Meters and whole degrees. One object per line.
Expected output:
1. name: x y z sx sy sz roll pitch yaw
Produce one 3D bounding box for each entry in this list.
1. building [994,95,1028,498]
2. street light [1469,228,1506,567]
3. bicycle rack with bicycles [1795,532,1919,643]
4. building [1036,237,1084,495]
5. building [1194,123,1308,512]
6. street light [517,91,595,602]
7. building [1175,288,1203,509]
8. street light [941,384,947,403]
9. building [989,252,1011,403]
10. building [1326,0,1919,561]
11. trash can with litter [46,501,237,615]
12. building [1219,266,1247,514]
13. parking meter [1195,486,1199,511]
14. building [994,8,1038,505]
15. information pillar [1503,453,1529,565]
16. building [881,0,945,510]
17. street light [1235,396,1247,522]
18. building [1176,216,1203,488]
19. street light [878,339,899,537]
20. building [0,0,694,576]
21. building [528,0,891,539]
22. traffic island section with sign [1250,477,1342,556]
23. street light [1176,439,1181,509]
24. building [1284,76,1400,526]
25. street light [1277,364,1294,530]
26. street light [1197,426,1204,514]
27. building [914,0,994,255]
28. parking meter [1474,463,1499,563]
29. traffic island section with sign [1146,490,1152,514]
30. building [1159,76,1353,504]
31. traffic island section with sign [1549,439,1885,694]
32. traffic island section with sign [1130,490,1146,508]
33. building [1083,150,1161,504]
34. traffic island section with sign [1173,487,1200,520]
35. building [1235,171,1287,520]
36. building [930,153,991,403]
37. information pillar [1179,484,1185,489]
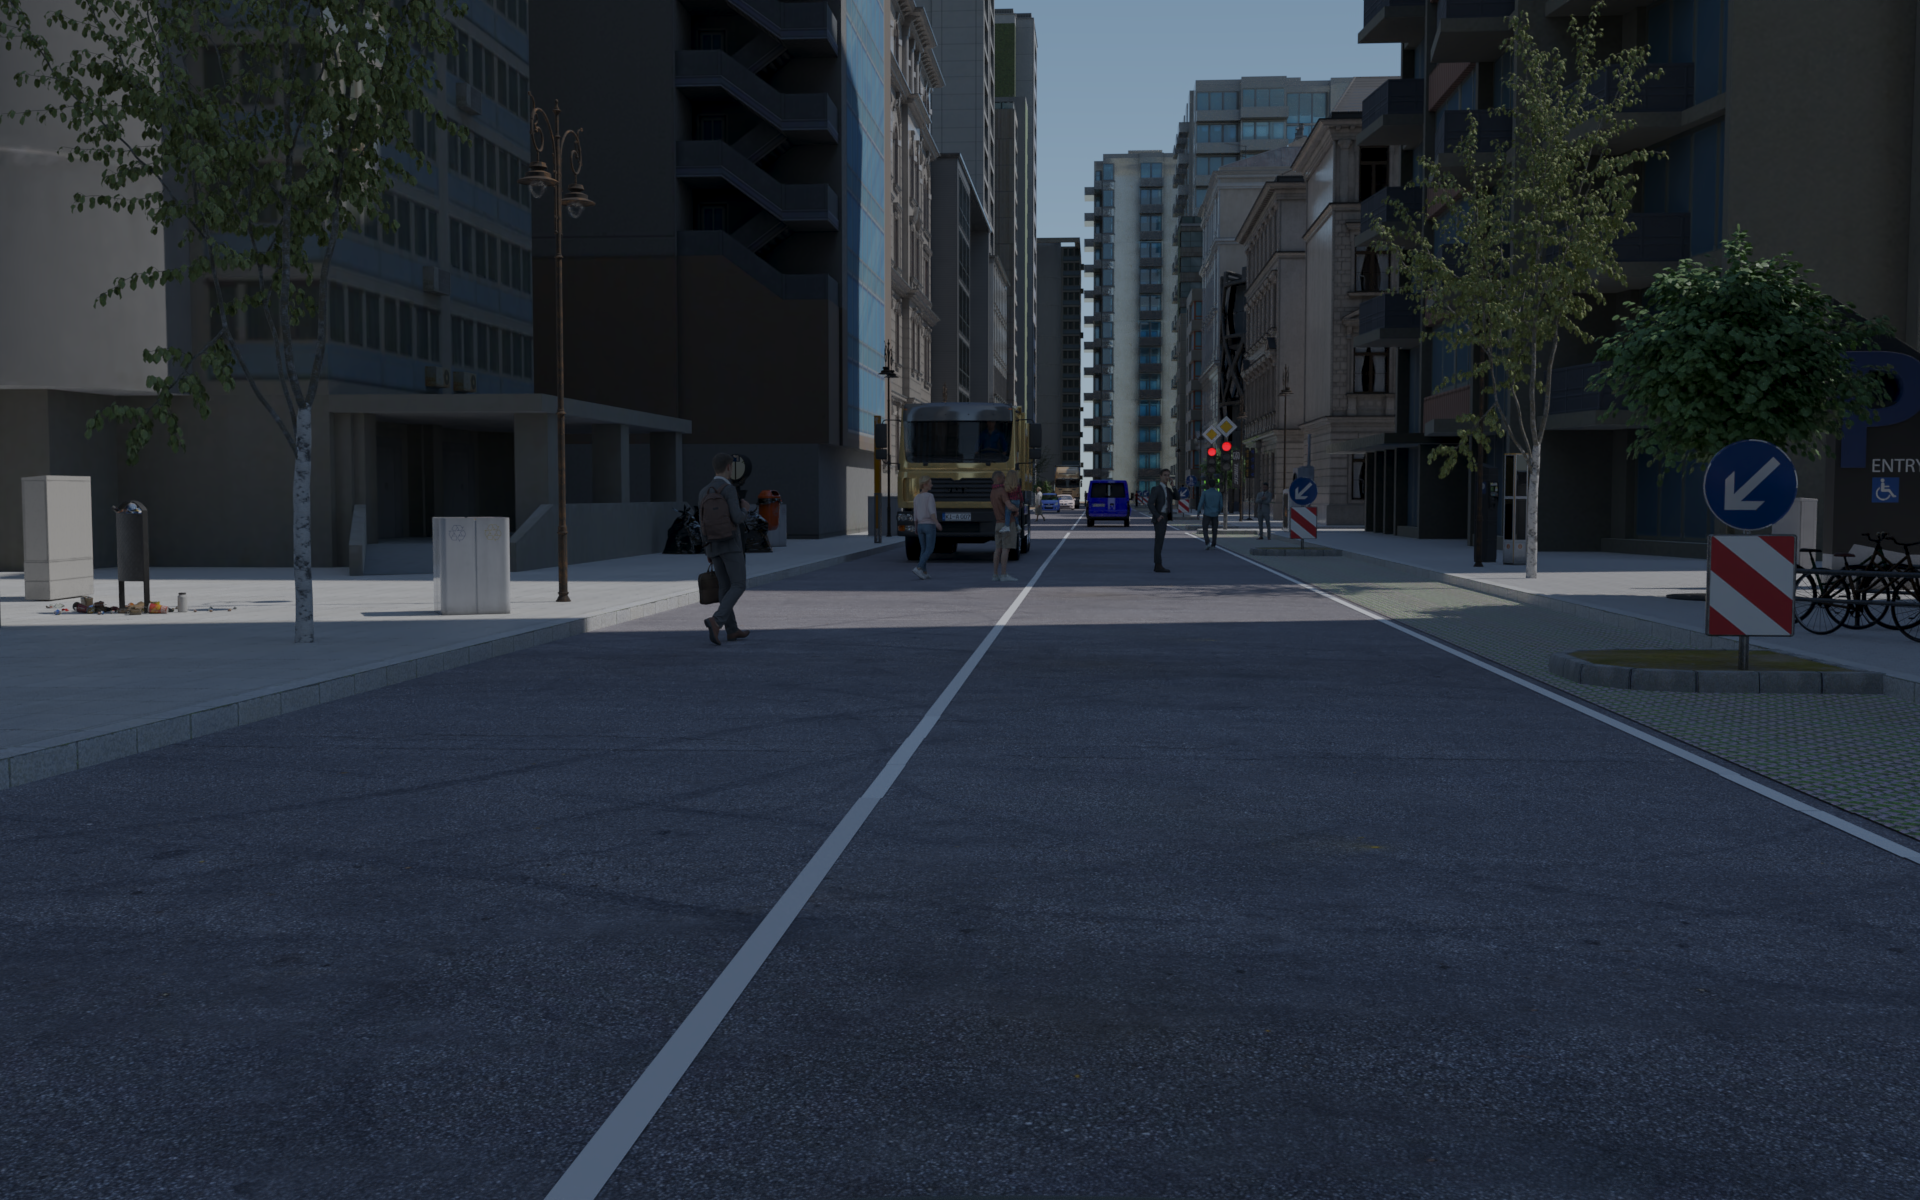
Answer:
1. building: -0.561 -29.975 173.684 14.154 41.232 14.086 0 4 5
2. street light: 9.143 -3.521 30.360 0.468 5.910 1.993 0 4 5
3. bicycle rack with bicycles: 8.546 -0.146 15.765 2.852 0.926 2.925 -3 4 -36
4. building: 5.529 -33.896 246.074 23.993 40.220 32.217 0 4 5
5. building: 25.551 -21.304 134.228 13.634 28.700 20.117 0 4 5
6. street light: -4.725 -2.916 20.457 0.468 5.910 1.993 0 4 5
7. building: 34.381 -19.209 159.105 27.650 21.520 28.899 0 4 5
8. street light: -0.615 -6.024 71.275 0.468 5.910 1.993 0 4 5
9. building: -1.430 -17.478 134.915 9.793 20.994 18.267 0 4 5
10. building: 22.465 -23.864 44.793 22.147 44.769 28.867 0 4 5
11. trash can with litter: -9.201 -0.488 19.041 2.233 1.210 1.678 2 4 35
12. building: 25.813 -15.203 116.022 16.820 18.784 16.811 0 4 5
13. parking meter: 18.266 -7.806 133.346 0.255 1.863 0.399 0 4 -1
14. building: -4.853 -40.909 210.857 28.212 58.520 21.231 0 4 5
15. information pillar: 10.041 -1.640 31.299 0.304 2.012 0.304 -1 4 -21
16. building: -8.573 -18.117 83.610 14.401 28.519 23.554 0 4 5
17. street light: 13.057 -6.582 80.409 0.468 5.910 1.993 0 4 5
18. building: 29.714 -25.055 181.349 14.160 30.474 14.107 0 4 5
19. street light: -2.131 -4.834 51.829 0.468 5.910 1.993 0 4 5
20. building: -22.792 -21.011 35.415 32.217 40.220 23.993 0 4 5
21. building: -10.113 -24.783 55.308 14.200 45.320 14.600 0 4 5
22. traffic island section with sign: 7.844 -1.955 40.591 1.989 1.847 2.006 0 4 5
23. street light: 18.170 -10.477 144.084 0.468 5.910 1.993 0 4 5
24. building: 24.361 -12.808 74.039 19.286 19.102 10.561 0 4 5
25. street light: 11.575 -5.438 61.701 0.468 5.910 1.993 0 4 5
26. street light: 15.635 -8.547 112.534 0.468 5.910 1.993 0 4 5
27. building: -5.164 -43.885 155.765 20.563 71.187 20.611 0 4 5
28. parking meter: 9.899 -1.643 32.569 0.255 1.863 0.399 -2 4 -30
29. traffic island section with sign: 14.484 -7.045 123.805 1.989 1.847 2.006 0 4 5
30. building: 36.258 -35.655 202.572 23.786 49.044 30.456 0 4 5
31. traffic island section with sign: 5.673 -0.287 13.319 1.989 1.847 2.006 0 4 5
32. traffic island section with sign: 20.503 -11.654 199.162 1.989 1.847 2.006 0 4 5
33. building: 32.456 -37.944 239.995 30.456 49.044 23.786 0 4 5
34. traffic island section with sign: 12.290 -5.363 96.319 1.989 1.847 2.006 0 4 5
35. building: 20.721 -13.952 92.743 10.561 19.102 19.286 0 4 5
36. building: -6.014 -17.846 110.853 14.314 24.678 30.058 0 4 5
37. information pillar: 16.247 -7.486 126.883 0.304 2.012 0.304 -1 4 -18
